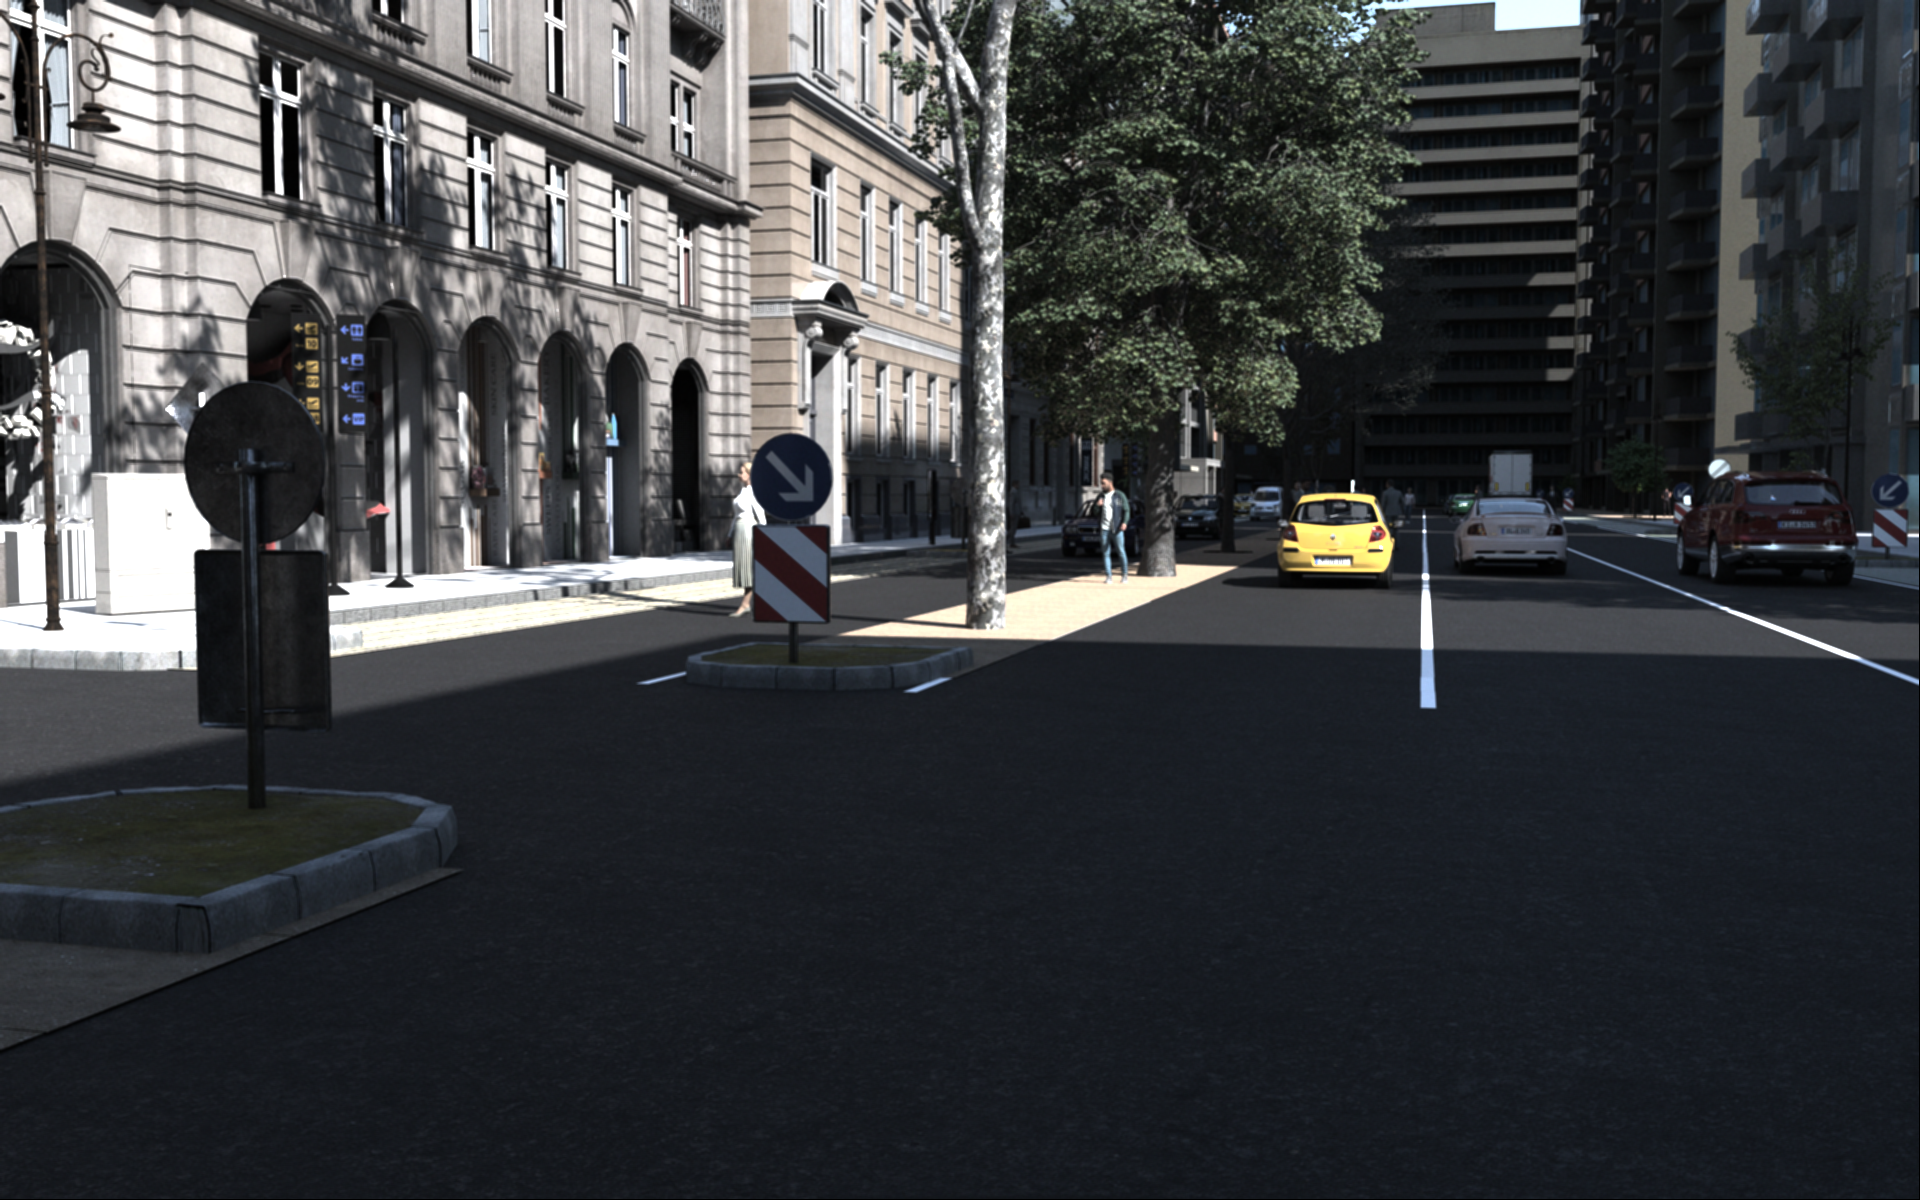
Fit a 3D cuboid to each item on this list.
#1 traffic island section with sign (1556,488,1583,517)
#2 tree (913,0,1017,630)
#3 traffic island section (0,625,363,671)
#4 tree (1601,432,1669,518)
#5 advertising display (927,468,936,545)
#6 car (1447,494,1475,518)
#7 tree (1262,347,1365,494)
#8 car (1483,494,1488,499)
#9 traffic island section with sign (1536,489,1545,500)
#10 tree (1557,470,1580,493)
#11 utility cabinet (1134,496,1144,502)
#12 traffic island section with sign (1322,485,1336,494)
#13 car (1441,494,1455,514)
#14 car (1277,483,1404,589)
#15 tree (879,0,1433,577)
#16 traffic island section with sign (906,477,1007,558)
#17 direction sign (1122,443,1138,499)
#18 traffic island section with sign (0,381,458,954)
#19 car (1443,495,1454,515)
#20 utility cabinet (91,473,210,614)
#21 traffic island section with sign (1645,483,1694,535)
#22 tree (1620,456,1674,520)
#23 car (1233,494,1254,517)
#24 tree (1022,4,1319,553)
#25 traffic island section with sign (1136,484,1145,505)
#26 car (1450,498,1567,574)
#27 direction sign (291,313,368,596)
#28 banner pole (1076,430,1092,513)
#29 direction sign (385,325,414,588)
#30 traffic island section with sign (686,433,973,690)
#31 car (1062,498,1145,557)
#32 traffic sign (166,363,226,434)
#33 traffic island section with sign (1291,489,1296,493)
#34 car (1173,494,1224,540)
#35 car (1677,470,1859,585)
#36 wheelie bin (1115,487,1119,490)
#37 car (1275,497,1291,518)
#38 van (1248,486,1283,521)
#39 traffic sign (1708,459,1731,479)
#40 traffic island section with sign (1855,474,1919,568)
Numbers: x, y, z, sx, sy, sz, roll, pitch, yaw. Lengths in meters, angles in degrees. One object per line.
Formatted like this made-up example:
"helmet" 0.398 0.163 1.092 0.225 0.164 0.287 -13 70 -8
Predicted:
"traffic island section with sign" 38.069 -6.132 108.885 1.989 1.847 2.006 1 4 15
"tree" -0.679 -9.819 18.894 12.611 20.169 13.585 0 3 0
"traffic island section" -6.758 0.414 15.520 2.009 0.180 2.903 1 4 15
"tree" 35.984 -6.647 92.400 4.285 4.588 4.351 0 3 0
"advertising display" -0.716 -2.376 44.067 0.123 1.923 0.974 0 4 -8
"car" 30.960 -5.776 106.228 2.131 1.459 4.920 1 4 17
"tree" 15.156 -7.381 73.506 4.360 8.622 3.978 0 3 0
"car" 44.677 -8.547 148.536 1.959 1.807 4.718 1 4 15
"traffic island section with sign" 45.145 -7.747 135.293 1.989 1.847 2.006 1 4 15
"tree" 47.781 -8.655 136.109 1.663 3.219 1.824 0 3 0
"utility cabinet" 8.655 -4.340 82.126 0.306 1.237 1.020 3 5 42
"traffic island section with sign" 18.320 -4.778 86.252 2.006 1.907 1.989 1 4 15
"car" 35.713 -6.894 124.518 2.131 1.459 4.920 1 4 13
"car" 6.065 -1.072 27.747 2.015 1.641 3.980 1 4 15
"tree" 3.432 -7.375 29.696 9.857 13.997 8.962 0 3 0
"traffic island section with sign" -0.007 -1.883 39.414 1.989 1.847 2.006 1 4 15
"direction sign" 7.569 -5.207 77.130 0.876 3.537 0.379 3 5 45
"traffic island section with sign" -3.034 0.100 6.505 2.006 1.907 1.989 1 4 15
"car" 34.039 -6.500 118.283 2.014 1.417 4.499 1 4 14
"utility cabinet" -8.695 -0.611 18.677 0.318 1.500 1.173 2 4 32
"traffic island section with sign" 25.268 -3.206 61.053 1.989 1.847 2.006 1 4 15
"tree" 34.459 -5.625 86.566 1.663 3.219 1.824 0 3 0
"car" 17.181 -5.766 104.493 2.015 1.641 3.980 1 4 13
"tree" 6.509 -7.873 41.550 12.009 13.543 11.850 0 3 0
"traffic island section with sign" 6.966 -3.476 65.455 1.989 1.847 2.006 1 4 15
"car" 10.283 -1.232 32.503 2.083 1.381 4.827 1 4 14
"direction sign" -7.934 -1.827 21.861 0.876 3.537 0.379 -1 4 -23
"banner pole" 4.771 -4.731 67.377 0.863 3.779 0.401 -1 4 -15
"direction sign" -7.703 -1.940 23.713 0.379 3.537 0.876 -1 4 -19
"traffic island section with sign" -1.109 -0.338 13.659 2.006 1.907 1.989 1 4 15
"car" 3.535 -1.729 40.852 1.945 1.354 3.894 1 4 15
"traffic sign" -6.733 -0.811 15.447 0.795 2.593 0.064 1 4 15
"traffic island section with sign" 26.985 -8.049 140.232 1.989 1.847 2.006 1 4 15
"car" 7.678 -2.805 55.653 2.009 1.686 4.222 1 4 15
"car" 13.405 -1.242 28.980 2.281 1.827 5.304 1 4 13
"wheelie bin" 7.122 -4.472 81.025 0.980 1.594 0.693 -1 4 -8
"car" 20.102 -5.686 105.553 1.945 1.354 3.894 1 4 13
"van" 16.555 -5.259 92.990 2.013 2.044 4.112 1 4 16
"traffic sign" 27.421 -3.821 62.579 0.768 2.556 0.104 1 4 20
"traffic island section with sign" 18.132 -1.575 34.377 1.989 1.847 2.006 1 4 15
